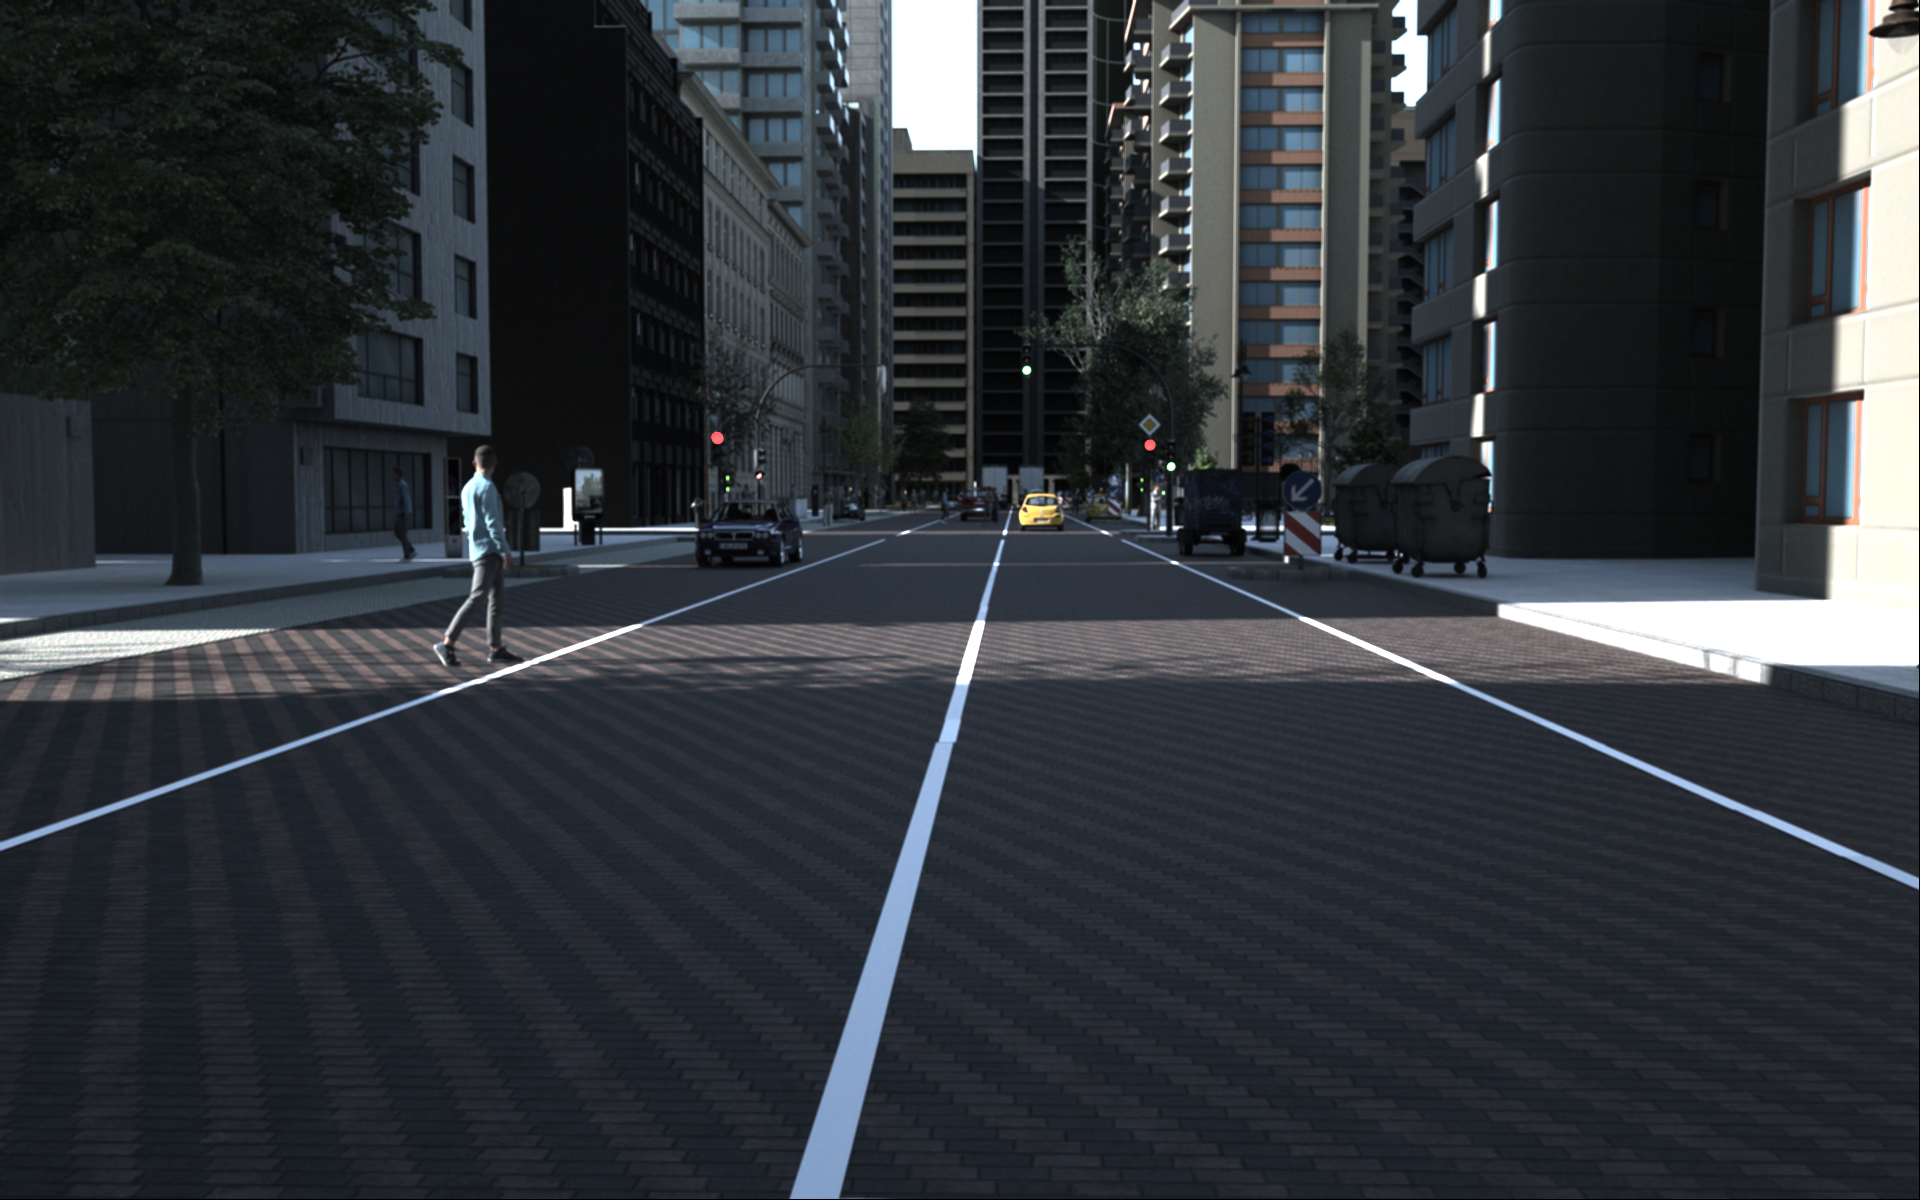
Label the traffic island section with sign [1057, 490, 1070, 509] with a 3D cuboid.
[{"bbox_3d":[9.915,-9.396,162.245,1.989,1.847,2.006,0,4,2],"label":"traffic island section with sign"}]

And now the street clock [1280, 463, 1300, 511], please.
[{"bbox_3d":[7.739,-2.204,40.609,0.358,2.002,0.471,-2,4,-32],"label":"street clock"}]

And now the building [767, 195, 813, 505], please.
[{"bbox_3d":[-16.893,-17.873,121.108,11.050,23.489,19.941,0,4,2],"label":"building"}]

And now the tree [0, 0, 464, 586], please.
[{"bbox_3d":[-10.996,-6.507,24.509,7.486,12.596,7.792,0,3,0],"label":"tree"}]

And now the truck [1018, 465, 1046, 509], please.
[{"bbox_3d":[7.190,-11.299,173.646,2.839,4.237,11.283,0,4,3],"label":"truck"}]

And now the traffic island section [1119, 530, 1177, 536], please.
[{"bbox_3d":[6.624,-2.340,60.544,2.009,0.180,2.903,0,4,2],"label":"traffic island section"}]

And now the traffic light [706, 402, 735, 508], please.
[{"bbox_3d":[-7.328,-3.911,52.873,0.839,4.253,0.868,0,4,2],"label":"traffic light"}]

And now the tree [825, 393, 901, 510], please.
[{"bbox_3d":[-7.405,-10.600,123.671,4.737,8.622,4.395,0,3,0],"label":"tree"}]

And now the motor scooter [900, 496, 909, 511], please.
[{"bbox_3d":[-4.756,-8.237,147.447,0.815,1.314,1.986,0,4,1],"label":"motor scooter"}]

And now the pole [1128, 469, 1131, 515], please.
[{"bbox_3d":[10.371,-6.855,105.921,0.158,3.312,0.155,0,3,0],"label":"pole"}]

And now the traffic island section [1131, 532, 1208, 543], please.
[{"bbox_3d":[6.367,-1.852,52.563,2.009,0.180,2.903,0,4,2],"label":"traffic island section"}]

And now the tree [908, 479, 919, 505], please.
[{"bbox_3d":[-5.496,-12.892,205.392,1.663,3.219,1.824,0,3,0],"label":"tree"}]

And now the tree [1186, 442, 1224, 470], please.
[{"bbox_3d":[9.292,-4.276,64.521,1.663,3.219,1.824,0,3,0],"label":"tree"}]

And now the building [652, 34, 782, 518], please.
[{"bbox_3d":[-19.812,-16.045,95.620,16.112,22.955,30.059,0,4,2],"label":"building"}]

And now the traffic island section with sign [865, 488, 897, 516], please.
[{"bbox_3d":[-5.110,-6.362,112.648,1.989,1.847,2.006,0,4,2],"label":"traffic island section with sign"}]

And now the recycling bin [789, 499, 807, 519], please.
[{"bbox_3d":[-8.421,-4.744,90.114,0.722,1.027,0.722,-2,4,-35],"label":"recycling bin"}]

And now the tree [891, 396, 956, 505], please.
[{"bbox_3d":[-4.198,-17.202,199.386,7.486,12.596,7.792,0,3,0],"label":"tree"}]

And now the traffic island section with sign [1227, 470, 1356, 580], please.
[{"bbox_3d":[5.644,-1.292,29.758,1.989,1.847,2.006,0,4,2],"label":"traffic island section with sign"}]

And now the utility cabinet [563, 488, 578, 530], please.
[{"bbox_3d":[-13.313,-3.164,60.417,1.173,1.500,0.318,2,4,33],"label":"utility cabinet"}]

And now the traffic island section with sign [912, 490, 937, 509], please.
[{"bbox_3d":[-3.481,-9.453,163.176,1.989,1.847,2.006,0,4,2],"label":"traffic island section with sign"}]

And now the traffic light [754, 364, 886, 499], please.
[{"bbox_3d":[-4.976,-5.269,60.822,4.771,5.953,1.251,0,4,2],"label":"traffic light"}]

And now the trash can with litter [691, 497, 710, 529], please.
[{"bbox_3d":[-9.266,-3.184,63.439,1.055,1.170,0.624,-2,4,-28],"label":"trash can with litter"}]

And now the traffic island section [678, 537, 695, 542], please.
[{"bbox_3d":[-7.367,-1.879,53.009,2.009,0.180,2.903,0,4,2],"label":"traffic island section"}]

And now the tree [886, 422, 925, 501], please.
[{"bbox_3d":[-5.582,-13.539,171.732,4.360,8.622,3.978,0,3,0],"label":"tree"}]

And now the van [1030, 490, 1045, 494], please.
[{"bbox_3d":[7.251,-9.492,162.212,2.013,2.044,4.112,0,4,2],"label":"van"}]

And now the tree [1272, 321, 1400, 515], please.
[{"bbox_3d":[20.102,-9.705,93.087,7.601,10.594,8.767,1,4,17],"label":"tree"}]

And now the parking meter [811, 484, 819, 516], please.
[{"bbox_3d":[-8.367,-5.761,99.897,0.399,1.863,0.255,-1,4,-15],"label":"parking meter"}]

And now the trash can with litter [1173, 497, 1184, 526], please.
[{"bbox_3d":[8.806,-3.574,69.822,0.624,1.170,1.055,0,4,1],"label":"trash can with litter"}]

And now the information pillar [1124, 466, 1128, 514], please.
[{"bbox_3d":[10.927,-7.475,113.562,0.183,3.616,0.504,2,4,26],"label":"information pillar"}]

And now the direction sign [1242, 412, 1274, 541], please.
[{"bbox_3d":[8.223,-3.417,47.858,0.876,3.537,0.379,0,4,1],"label":"direction sign"}]

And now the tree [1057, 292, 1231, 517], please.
[{"bbox_3d":[10.466,-11.082,98.192,9.611,12.733,9.660,0,3,0],"label":"tree"}]

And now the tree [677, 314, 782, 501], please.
[{"bbox_3d":[-9.507,-7.421,71.701,4.360,8.622,3.978,0,3,0],"label":"tree"}]

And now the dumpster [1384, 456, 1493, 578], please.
[{"bbox_3d":[7.541,-1.308,27.149,1.264,1.857,1.865,0,4,2],"label":"dumpster"}]

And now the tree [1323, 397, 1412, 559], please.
[{"bbox_3d":[8.093,-2.456,34.751,1.663,3.219,1.824,0,3,0],"label":"tree"}]

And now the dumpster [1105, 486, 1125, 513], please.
[{"bbox_3d":[10.327,-6.707,115.424,1.264,1.857,1.865,0,4,2],"label":"dumpster"}]

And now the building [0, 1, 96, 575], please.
[{"bbox_3d":[-22.291,-20.716,22.307,14.154,41.232,14.086,0,4,2],"label":"building"}]

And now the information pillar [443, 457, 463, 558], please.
[{"bbox_3d":[-10.226,-1.862,34.930,0.304,2.012,0.304,-2,4,-25],"label":"information pillar"}]

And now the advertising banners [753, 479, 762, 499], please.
[{"bbox_3d":[-9.093,-5.007,78.059,0.090,3.025,2.074,0,4,3],"label":"advertising banners"}]

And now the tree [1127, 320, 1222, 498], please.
[{"bbox_3d":[9.211,-7.548,73.774,4.360,8.622,3.978,0,3,0],"label":"tree"}]

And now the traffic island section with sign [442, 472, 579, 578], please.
[{"bbox_3d":[-7.773,-1.326,30.309,1.989,1.847,2.006,0,4,2],"label":"traffic island section with sign"}]

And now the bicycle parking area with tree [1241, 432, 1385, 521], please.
[{"bbox_3d":[17.447,-5.822,82.188,9.016,4.147,8.231,-3,4,-38],"label":"bicycle parking area with tree"}]

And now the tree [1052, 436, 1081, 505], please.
[{"bbox_3d":[13.439,-15.947,211.089,4.737,8.622,4.395,0,3,0],"label":"tree"}]

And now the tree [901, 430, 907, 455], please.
[{"bbox_3d":[-6.597,-11.666,141.106,4.737,8.622,4.395,0,3,0],"label":"tree"}]

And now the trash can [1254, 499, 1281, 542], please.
[{"bbox_3d":[8.238,-2.121,46.326,0.748,1.137,0.748,0,3,0],"label":"trash can"}]

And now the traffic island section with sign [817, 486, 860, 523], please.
[{"bbox_3d":[-5.982,-4.714,85.707,1.989,1.847,2.006,0,4,2],"label":"traffic island section with sign"}]

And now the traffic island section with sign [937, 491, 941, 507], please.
[{"bbox_3d":[-2.607,-11.110,190.277,1.989,1.847,2.006,0,4,2],"label":"traffic island section with sign"}]

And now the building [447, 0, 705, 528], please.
[{"bbox_3d":[-18.253,-14.853,72.523,12.332,23.373,15.834,0,4,2],"label":"building"}]

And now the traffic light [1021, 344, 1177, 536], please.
[{"bbox_3d":[4.234,-4.753,52.376,4.771,5.953,1.251,0,4,2],"label":"traffic light"}]

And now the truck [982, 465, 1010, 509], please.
[{"bbox_3d":[3.496,-11.168,171.502,2.839,4.237,11.283,0,4,2],"label":"truck"}]

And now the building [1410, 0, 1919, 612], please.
[{"bbox_3d":[24.551,-11.175,27.756,27.650,21.520,28.899,0,4,2],"label":"building"}]

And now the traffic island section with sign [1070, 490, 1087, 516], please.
[{"bbox_3d":[8.291,-6.327,112.071,1.989,1.847,2.006,0,4,2],"label":"traffic island section with sign"}]

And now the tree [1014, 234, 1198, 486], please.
[{"bbox_3d":[10.217,-16.636,127.893,12.611,20.169,13.585,0,3,0],"label":"tree"}]

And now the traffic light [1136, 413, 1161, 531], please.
[{"bbox_3d":[6.585,-4.374,60.431,0.839,4.253,0.868,0,4,2],"label":"traffic light"}]

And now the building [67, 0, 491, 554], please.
[{"bbox_3d":[-19.900,-16.592,42.977,14.107,30.474,14.160,0,4,2],"label":"building"}]

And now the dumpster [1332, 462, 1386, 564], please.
[{"bbox_3d":[7.765,-1.638,32.534,1.264,1.857,1.865,0,4,2],"label":"dumpster"}]

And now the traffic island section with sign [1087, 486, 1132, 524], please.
[{"bbox_3d":[7.429,-4.679,85.129,1.989,1.847,2.006,0,4,2],"label":"traffic island section with sign"}]

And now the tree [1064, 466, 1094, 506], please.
[{"bbox_3d":[13.371,-12.888,194.439,4.285,4.588,4.351,0,3,0],"label":"tree"}]
